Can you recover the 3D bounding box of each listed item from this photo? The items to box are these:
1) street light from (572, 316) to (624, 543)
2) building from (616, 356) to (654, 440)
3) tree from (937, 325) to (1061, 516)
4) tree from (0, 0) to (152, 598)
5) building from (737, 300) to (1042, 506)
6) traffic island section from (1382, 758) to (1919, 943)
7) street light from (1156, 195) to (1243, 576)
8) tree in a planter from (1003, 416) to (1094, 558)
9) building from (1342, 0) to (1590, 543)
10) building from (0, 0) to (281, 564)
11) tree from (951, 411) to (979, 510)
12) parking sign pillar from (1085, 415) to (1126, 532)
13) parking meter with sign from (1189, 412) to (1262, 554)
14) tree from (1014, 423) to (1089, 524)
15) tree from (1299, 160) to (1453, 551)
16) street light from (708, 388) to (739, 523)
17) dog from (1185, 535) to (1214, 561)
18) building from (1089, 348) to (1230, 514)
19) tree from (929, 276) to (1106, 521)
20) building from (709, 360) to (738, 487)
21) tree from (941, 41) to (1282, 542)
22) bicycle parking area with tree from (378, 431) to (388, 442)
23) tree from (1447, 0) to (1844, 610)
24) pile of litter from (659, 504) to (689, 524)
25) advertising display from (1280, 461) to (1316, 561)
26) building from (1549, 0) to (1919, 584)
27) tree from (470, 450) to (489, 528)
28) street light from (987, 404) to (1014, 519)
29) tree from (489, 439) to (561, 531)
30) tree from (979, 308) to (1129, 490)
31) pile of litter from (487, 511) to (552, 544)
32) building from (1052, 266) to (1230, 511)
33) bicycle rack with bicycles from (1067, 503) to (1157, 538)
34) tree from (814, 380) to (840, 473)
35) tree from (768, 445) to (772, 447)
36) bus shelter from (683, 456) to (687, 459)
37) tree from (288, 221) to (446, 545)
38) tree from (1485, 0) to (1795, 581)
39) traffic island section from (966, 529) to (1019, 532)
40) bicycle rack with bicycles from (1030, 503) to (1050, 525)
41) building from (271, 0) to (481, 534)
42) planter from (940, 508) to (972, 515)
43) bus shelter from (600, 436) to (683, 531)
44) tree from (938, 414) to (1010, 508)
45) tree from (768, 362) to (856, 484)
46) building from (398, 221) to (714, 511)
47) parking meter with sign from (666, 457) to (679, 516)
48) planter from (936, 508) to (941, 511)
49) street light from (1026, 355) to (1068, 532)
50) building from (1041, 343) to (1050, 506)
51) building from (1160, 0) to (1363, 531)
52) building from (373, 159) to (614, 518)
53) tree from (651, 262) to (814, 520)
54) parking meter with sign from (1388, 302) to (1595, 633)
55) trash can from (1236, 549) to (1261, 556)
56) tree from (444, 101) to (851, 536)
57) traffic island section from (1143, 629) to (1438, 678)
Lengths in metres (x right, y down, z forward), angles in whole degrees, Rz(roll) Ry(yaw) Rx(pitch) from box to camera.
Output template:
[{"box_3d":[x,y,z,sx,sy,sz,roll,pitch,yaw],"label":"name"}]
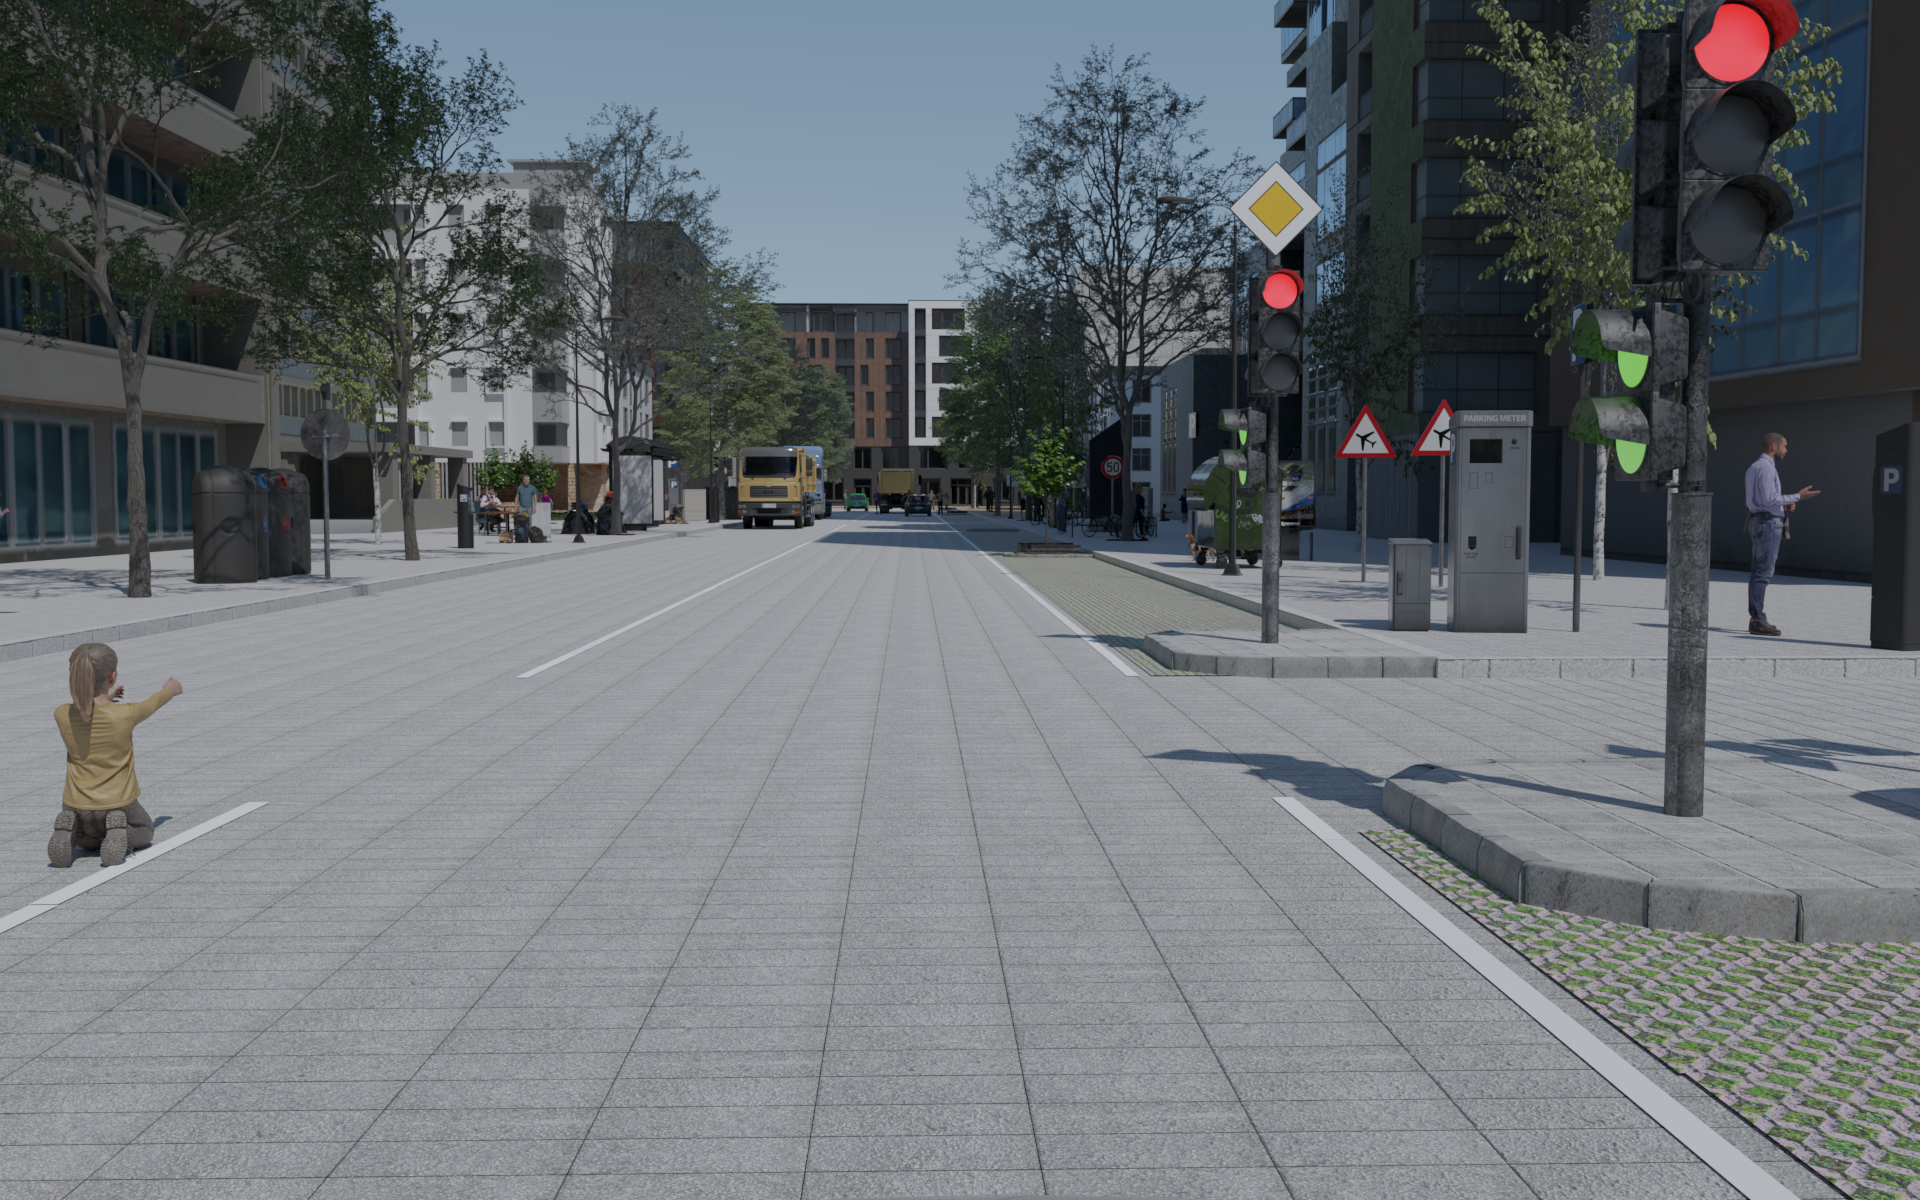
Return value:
[{"box_3d":[-9.483,-4.455,45.382,1.470,5.913,1.316,0,4,-2],"label":"street light"},{"box_3d":[-25.023,-10.633,115.990,9.099,9.664,28.070,0,4,-2],"label":"building"},{"box_3d":[2.330,-11.225,101.648,7.486,12.596,7.792,0,3,0],"label":"tree"},{"box_3d":[-10.134,-5.330,21.561,8.767,10.594,7.601,0,4,6],"label":"tree"},{"box_3d":[-7.975,-21.536,196.083,32.646,21.610,27.936,0,4,-2],"label":"building"},{"box_3d":[2.921,0.938,6.941,2.009,0.180,2.903,0,4,-2],"label":"traffic island section"},{"box_3d":[3.748,-3.338,27.116,1.470,5.913,1.316,0,4,-2],"label":"street light"},{"box_3d":[1.984,-2.585,39.482,1.991,3.239,1.994,0,4,-2],"label":"tree in a planter"},{"box_3d":[18.865,-22.498,51.439,14.154,41.232,14.086,0,4,-2],"label":"building"},{"box_3d":[-27.285,-24.915,31.059,21.300,48.544,21.600,0,4,-2],"label":"building"},{"box_3d":[1.448,-11.587,139.814,4.737,8.622,4.395,0,3,0],"label":"tree"},{"box_3d":[4.983,-4.308,58.908,1.447,3.967,1.447,-1,4,-11],"label":"parking sign pillar"},{"box_3d":[5.819,-2.503,37.183,1.738,3.016,0.543,0,4,-8],"label":"parking meter with sign"},{"box_3d":[4.170,-5.614,75.509,4.285,4.588,4.351,0,3,0],"label":"tree"},{"box_3d":[8.931,-5.376,38.260,4.360,8.622,3.978,0,3,0],"label":"tree"},{"box_3d":[-10.380,-6.321,75.891,1.470,5.913,1.316,0,4,-2],"label":"street light"},{"box_3d":[4.621,-0.997,33.135,0.540,0.507,0.406,-1,4,-10],"label":"dog"},{"box_3d":[14.251,-10.486,113.591,9.099,9.664,28.070,0,4,-2],"label":"building"},{"box_3d":[3.135,-9.607,82.835,9.928,11.665,9.643,0,3,0],"label":"tree"},{"box_3d":[-39.830,-19.685,188.312,31.486,18.905,16.747,0,4,-2],"label":"building"},{"box_3d":[4.524,-8.367,47.163,12.009,13.543,11.850,0,3,0],"label":"tree"},{"box_3d":[-27.623,-5.780,81.513,9.016,4.147,8.231,-1,4,-12],"label":"bicycle parking area with tree"},{"box_3d":[7.648,-4.191,18.892,4.737,8.622,4.395,0,3,0],"label":"tree"},{"box_3d":[-12.245,-3.683,74.179,1.176,0.858,1.719,-3,5,-40],"label":"pile of litter"},{"box_3d":[6.355,-1.721,33.356,0.974,1.923,0.123,0,4,0],"label":"advertising display"},{"box_3d":[19.587,-23.133,28.329,14.200,45.320,14.600,0,4,-2],"label":"building"},{"box_3d":[-17.632,-4.319,65.213,1.663,3.219,1.824,0,3,0],"label":"tree"},{"box_3d":[2.076,-7.133,89.171,1.470,5.913,1.316,0,4,-2],"label":"street light"},{"box_3d":[-15.194,-4.056,60.919,1.663,3.219,1.824,0,3,0],"label":"tree"},{"box_3d":[4.075,-7.136,67.038,4.737,8.622,4.395,0,3,0],"label":"tree"},{"box_3d":[-11.605,-1.927,45.470,1.719,0.858,1.176,-1,4,-11],"label":"pile of litter"},{"box_3d":[17.077,-16.922,143.124,16.747,18.905,31.486,0,4,-2],"label":"building"},{"box_3d":[4.789,-2.328,51.453,2.925,0.926,2.852,-3,5,-43],"label":"bicycle rack with bicycles"},{"box_3d":[-14.249,-14.357,152.858,7.486,12.596,7.792,0,3,0],"label":"tree"},{"box_3d":[-12.536,-8.039,115.149,4.285,4.588,4.351,0,3,0],"label":"tree"},{"box_3d":[-12.419,-4.671,70.292,2.014,3.302,5.546,0,4,-2],"label":"bus shelter"},{"box_3d":[-14.714,-5.694,43.456,4.737,8.622,4.395,0,3,0],"label":"tree"},{"box_3d":[9.733,-4.594,25.470,4.360,8.622,3.978,0,3,0],"label":"tree"},{"box_3d":[1.221,-2.669,66.510,1.991,0.108,1.994,0,4,-2],"label":"traffic island section"},{"box_3d":[4.212,-3.523,70.979,2.925,0.926,2.852,-1,4,-21],"label":"bicycle rack with bicycles"},{"box_3d":[-35.305,-22.627,61.836,32.217,40.220,23.993,0,4,-2],"label":"building"},{"box_3d":[-0.216,-5.844,116.696,1.991,0.319,1.994,0,4,-2],"label":"planter"},{"box_3d":[-11.530,-4.213,62.805,2.014,3.302,5.546,0,4,-2],"label":"bus shelter"},{"box_3d":[1.411,-14.046,164.059,8.767,10.594,7.601,2,4,32],"label":"tree"},{"box_3d":[-14.272,-15.764,164.391,9.857,13.997,8.962,0,3,0],"label":"tree"},{"box_3d":[-37.932,-18.310,143.349,32.646,21.610,27.936,0,4,-2],"label":"building"},{"box_3d":[-13.114,-5.071,79.179,0.543,3.016,1.738,-1,4,-12],"label":"parking meter with sign"},{"box_3d":[-1.015,-7.528,144.222,1.991,0.319,1.994,0,4,-2],"label":"planter"},{"box_3d":[2.913,-5.237,58.166,1.470,5.913,1.316,0,4,-2],"label":"street light"},{"box_3d":[14.234,-20.376,189.569,11.380,20.091,16.016,0,4,-2],"label":"building"},{"box_3d":[22.067,-46.499,72.928,22.319,86.520,31.000,0,4,-2],"label":"building"},{"box_3d":[-27.524,-14.647,95.904,16.016,20.091,11.380,0,4,-2],"label":"building"},{"box_3d":[-11.318,-10.189,84.722,7.486,12.596,7.792,0,3,0],"label":"tree"},{"box_3d":[4.910,-1.214,16.117,1.738,3.016,0.543,0,4,7],"label":"parking meter with sign"},{"box_3d":[5.917,-1.474,35.748,0.748,1.137,0.748,0,3,0],"label":"trash can"},{"box_3d":[-10.564,-8.756,53.525,12.009,13.543,11.850,0,3,0],"label":"tree"},{"box_3d":[2.692,0.450,14.923,2.009,0.180,2.903,0,4,-2],"label":"traffic island section"}]
